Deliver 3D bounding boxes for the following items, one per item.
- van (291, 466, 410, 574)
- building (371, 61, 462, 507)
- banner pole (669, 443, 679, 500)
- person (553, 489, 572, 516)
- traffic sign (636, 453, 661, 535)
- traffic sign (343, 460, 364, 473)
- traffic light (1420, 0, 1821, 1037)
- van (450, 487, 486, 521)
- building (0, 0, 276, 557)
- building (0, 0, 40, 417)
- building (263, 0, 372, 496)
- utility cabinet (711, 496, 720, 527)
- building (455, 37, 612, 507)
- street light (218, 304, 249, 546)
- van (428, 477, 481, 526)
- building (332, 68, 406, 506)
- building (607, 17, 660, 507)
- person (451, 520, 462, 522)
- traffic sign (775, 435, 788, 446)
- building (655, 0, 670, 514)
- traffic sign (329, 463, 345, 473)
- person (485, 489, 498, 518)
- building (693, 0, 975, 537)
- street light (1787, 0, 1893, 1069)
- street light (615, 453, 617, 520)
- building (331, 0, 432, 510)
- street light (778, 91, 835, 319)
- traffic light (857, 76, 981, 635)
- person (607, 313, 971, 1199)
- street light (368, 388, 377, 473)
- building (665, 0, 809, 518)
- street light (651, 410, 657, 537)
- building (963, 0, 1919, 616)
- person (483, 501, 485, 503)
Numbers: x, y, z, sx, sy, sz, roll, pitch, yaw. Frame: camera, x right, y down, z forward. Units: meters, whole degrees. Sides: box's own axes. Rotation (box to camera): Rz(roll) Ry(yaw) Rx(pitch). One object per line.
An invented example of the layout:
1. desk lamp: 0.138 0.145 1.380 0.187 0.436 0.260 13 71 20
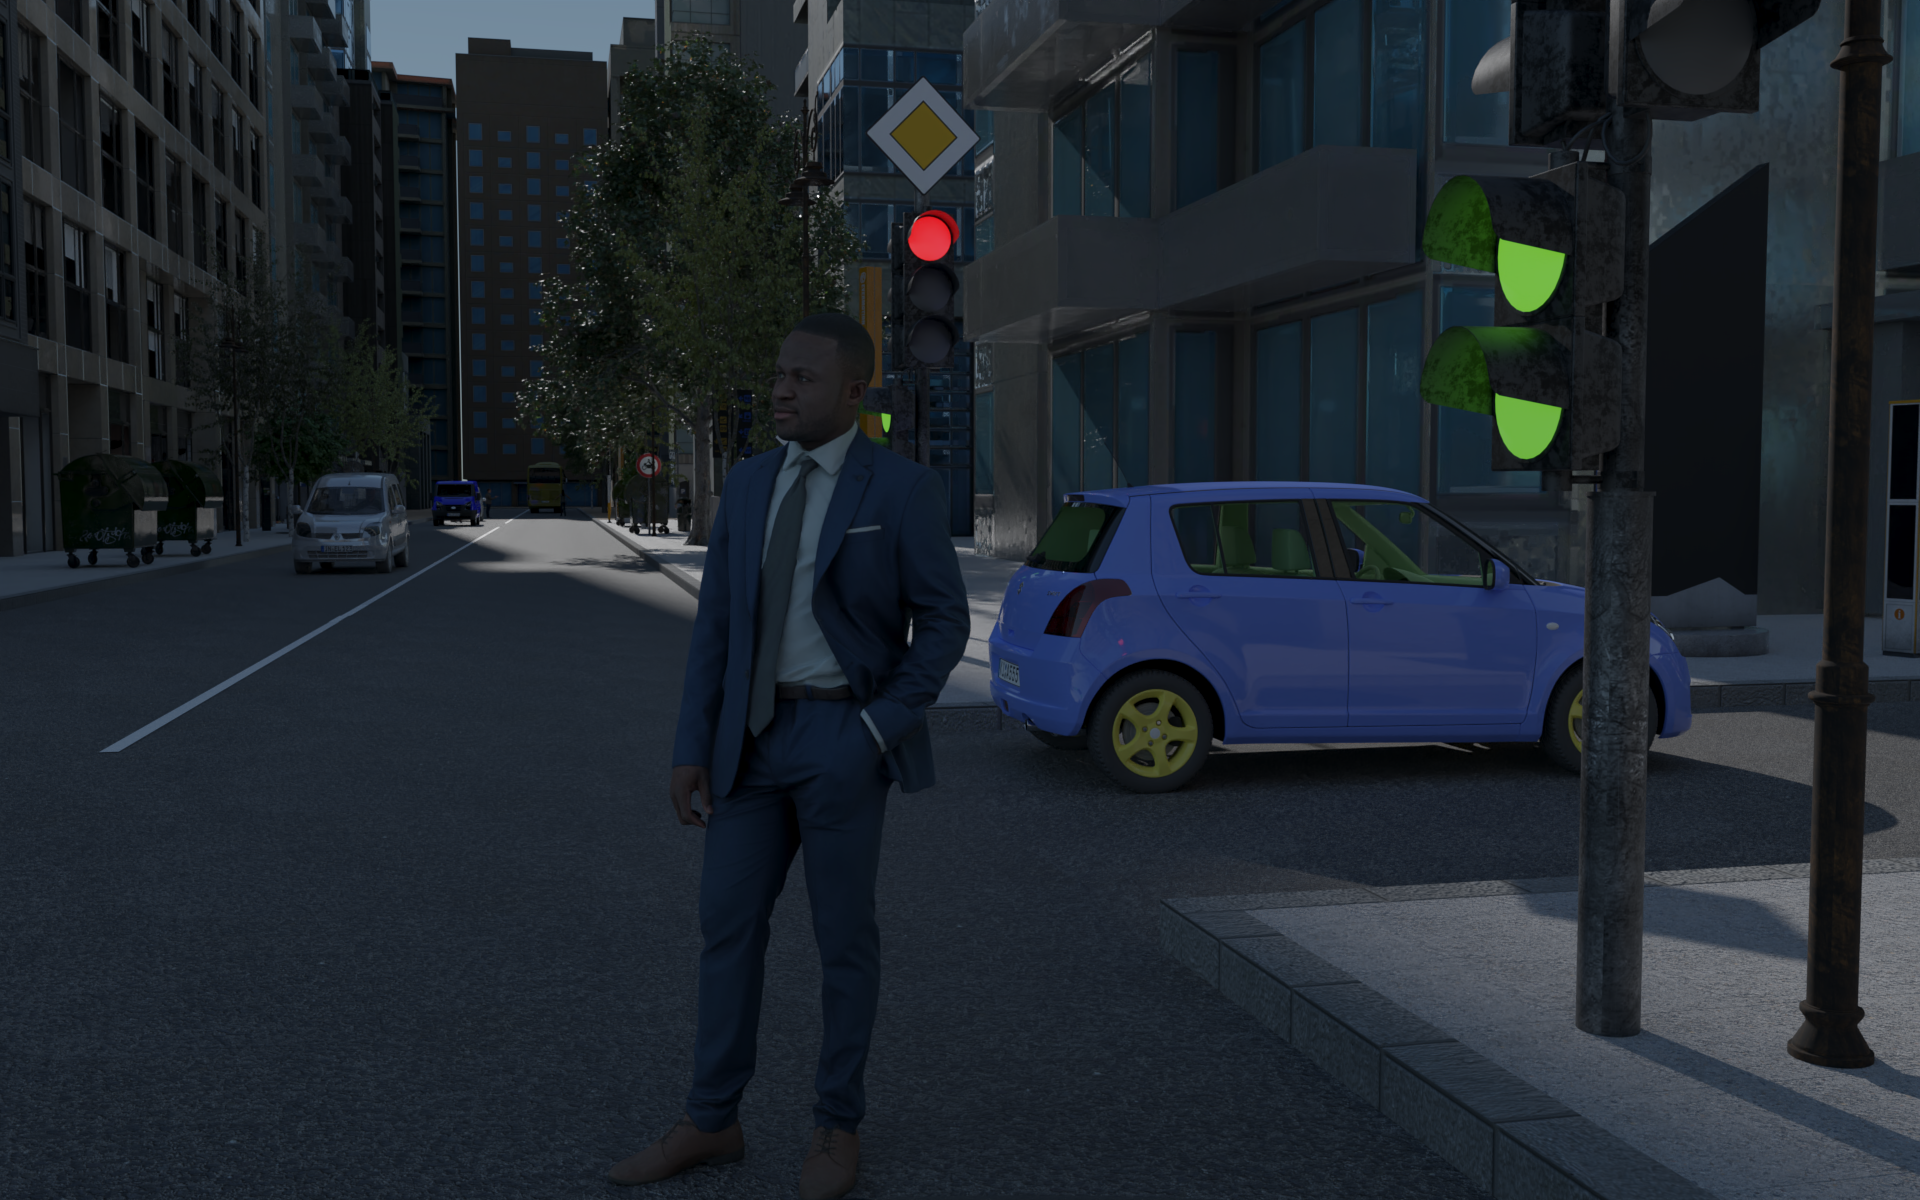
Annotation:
1. van: -11.391 -1.560 32.514 2.013 2.044 4.112 -1 4 -11
2. building: -65.311 -31.793 174.444 28.867 44.769 22.147 -1 4 -13
3. banner pole: -14.040 -5.823 85.227 0.863 3.779 0.401 3 4 36
4. person: -25.668 -6.281 111.907 1.217 1.735 0.721 -2 4 -25
5. traffic sign: -9.667 -3.287 53.849 0.768 2.556 0.104 -1 4 -11
6. traffic sign: -22.982 -4.012 65.695 0.768 2.556 0.104 -1 4 -10
7. traffic light: 1.537 -0.925 4.042 0.839 4.253 0.868 -1 4 -13
8. van: -26.238 -5.207 92.139 2.013 2.044 4.112 -1 4 -14
9. building: -32.525 -14.947 48.899 19.350 26.468 34.151 -1 4 -13
10. building: -22.474 -13.914 20.997 14.314 27.812 24.014 -1 4 -13
11. building: -45.535 -28.979 93.411 23.786 49.044 30.456 -1 4 -13
12. utility cabinet: -8.055 -2.764 56.347 0.306 1.237 1.020 0 4 6
13. building: -42.811 -32.092 174.821 14.200 45.320 14.600 -1 4 -13
14. street light: -17.718 -4.256 42.366 0.468 5.910 1.993 -1 4 -13
15. van: -23.048 -4.583 79.316 2.240 2.365 5.245 -1 4 -13
16. building: -45.659 -21.125 117.102 14.160 30.474 14.107 -1 4 -13
17. building: -26.207 -34.176 182.482 21.600 48.544 21.300 -1 4 -13
18. person: -25.525 -4.841 87.526 0.599 1.838 0.709 2 4 26
19. traffic sign: -2.077 -1.346 23.199 0.795 2.450 0.064 0 4 -6
20. building: -10.619 -35.412 120.983 21.231 58.520 28.212 -1 4 -13
21. traffic sign: -23.149 -3.851 64.154 0.795 2.450 0.064 -1 4 -13
22. person: -27.934 -5.764 103.271 0.750 1.759 0.617 -1 4 -19
23. building: 2.049 -46.021 65.118 22.319 86.520 31.000 -1 4 -13
24. street light: 1.986 -1.895 3.774 0.468 5.910 1.993 -1 4 -13
25. street light: -16.807 -6.835 84.542 0.468 5.910 1.993 -1 4 -13
26. building: -59.575 -50.423 137.080 31.000 86.520 22.319 -1 4 -13
27. street light: -1.813 -2.914 20.432 0.468 5.910 1.993 -1 4 -13
28. traffic light: -0.277 -1.400 11.819 0.839 4.253 0.868 -1 4 -13
29. person: -0.337 0.309 3.629 0.721 1.800 0.419 1 4 17
30. street light: -25.379 -6.251 74.997 0.468 5.910 1.993 -1 4 -13
31. building: -9.933 -25.453 99.747 14.154 41.232 14.086 -1 4 -13
32. street light: -9.251 -4.858 52.211 0.468 5.910 1.993 -1 4 -13
33. building: 14.952 -24.985 28.120 30.456 49.044 23.786 -1 4 -13
34. person: -29.678 -5.959 106.028 0.705 1.812 1.348 2 4 32
